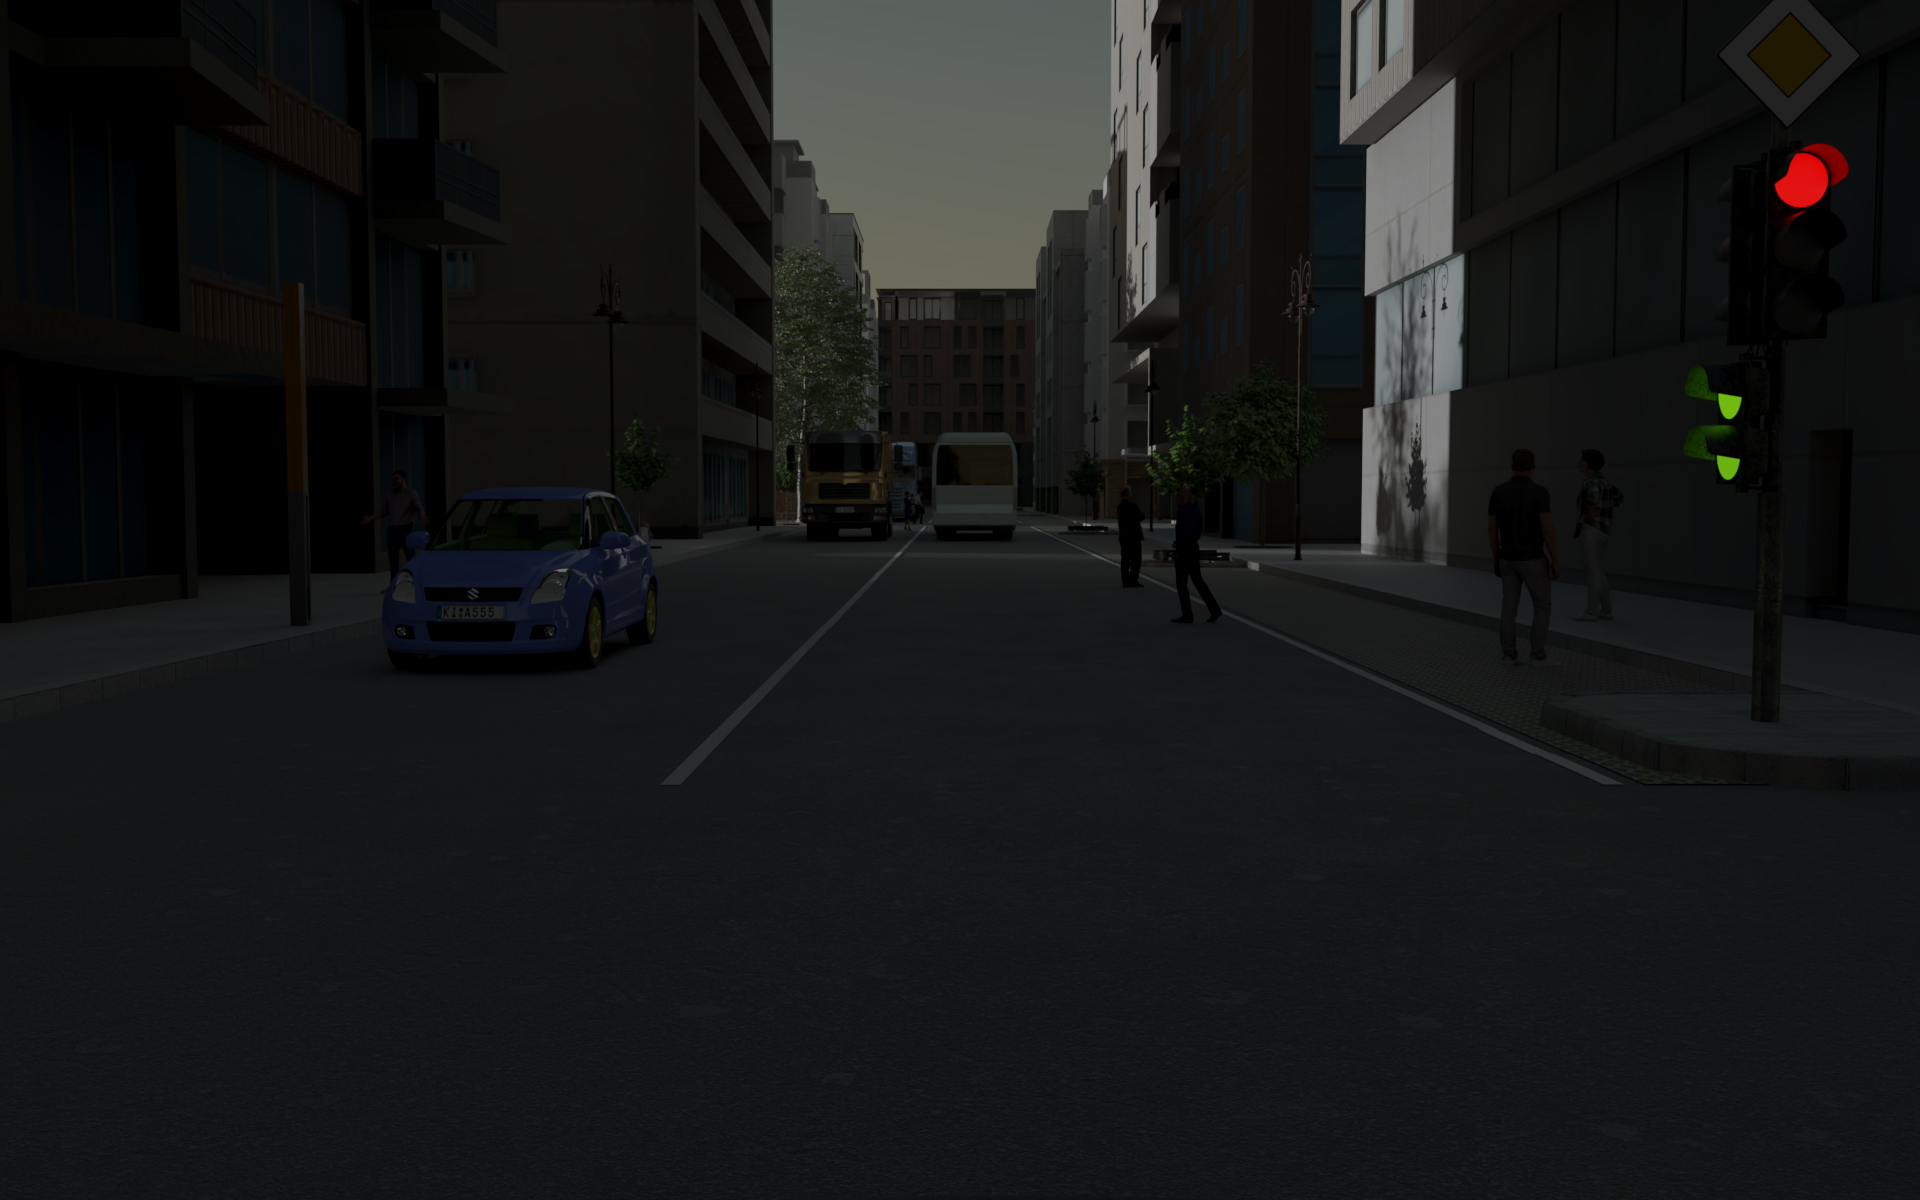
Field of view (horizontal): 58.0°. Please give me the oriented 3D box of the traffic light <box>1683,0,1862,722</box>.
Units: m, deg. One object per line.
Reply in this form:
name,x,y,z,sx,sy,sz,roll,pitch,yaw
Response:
traffic light,4.536,-1.270,9.684,0.839,4.253,0.868,0,3,0

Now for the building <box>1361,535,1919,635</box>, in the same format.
building,20.973,-26.476,22.114,27.495,52.752,28.713,0,3,0

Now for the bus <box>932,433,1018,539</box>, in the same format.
bus,0.492,-3.884,58.359,2.948,3.499,13.247,0,4,0

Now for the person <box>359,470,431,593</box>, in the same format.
person,-7.251,-0.881,22.413,0.963,1.587,0.435,0,4,3

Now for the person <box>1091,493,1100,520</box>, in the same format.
person,6.759,-4.903,86.943,0.721,1.736,1.217,0,4,-6

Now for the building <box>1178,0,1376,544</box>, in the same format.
building,14.211,-24.443,49.757,14.600,45.320,14.200,0,3,0

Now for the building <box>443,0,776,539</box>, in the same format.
building,-18.052,-26.557,57.913,21.300,48.544,21.600,0,3,0

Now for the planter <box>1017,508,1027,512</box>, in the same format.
planter,4.374,-7.248,139.646,1.991,0.319,1.994,0,3,0

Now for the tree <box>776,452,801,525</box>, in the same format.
tree,-7.100,-4.724,71.845,1.663,3.219,1.824,0,3,0

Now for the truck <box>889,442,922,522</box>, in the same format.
truck,-3.507,-6.461,95.398,2.967,4.110,18.799,0,4,-1

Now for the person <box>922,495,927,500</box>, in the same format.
person,-3.535,-8.638,149.874,1.348,1.807,0.705,0,4,-2

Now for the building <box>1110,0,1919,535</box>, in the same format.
building,20.706,-29.426,70.348,28.713,52.752,27.495,0,3,0

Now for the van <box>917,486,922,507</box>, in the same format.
van,-3.756,-7.190,121.943,2.240,2.365,5.245,0,4,1

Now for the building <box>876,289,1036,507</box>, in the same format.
building,7.943,-20.725,182.826,32.646,21.610,27.936,0,3,0

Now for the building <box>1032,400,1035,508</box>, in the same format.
building,11.211,-12.513,146.730,9.099,9.664,28.070,0,3,0

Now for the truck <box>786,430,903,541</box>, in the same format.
truck,-3.491,-3.627,55.220,3.469,3.379,9.791,0,4,-1

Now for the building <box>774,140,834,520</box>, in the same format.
building,-15.196,-14.328,90.691,16.016,20.091,11.380,0,3,0

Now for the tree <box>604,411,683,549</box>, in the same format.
tree,-7.653,-2.827,40.829,1.663,3.219,1.824,0,3,0

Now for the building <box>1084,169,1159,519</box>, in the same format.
building,14.980,-14.587,94.915,16.016,20.091,11.380,0,3,0

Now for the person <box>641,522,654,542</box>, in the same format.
person,-8.457,-1.838,46.567,0.381,0.543,0.357,1,4,11

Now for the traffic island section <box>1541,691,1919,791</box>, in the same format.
traffic island section,4.576,0.763,9.798,2.009,0.180,2.903,0,3,0

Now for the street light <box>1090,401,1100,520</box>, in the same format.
street light,6.567,-6.831,84.477,0.468,5.910,1.993,0,3,0

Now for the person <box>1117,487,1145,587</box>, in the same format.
person,2.622,-0.974,26.697,0.388,1.546,0.482,-2,4,-29

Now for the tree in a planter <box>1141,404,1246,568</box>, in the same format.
tree in a planter,4.542,-2.272,34.368,1.991,3.239,1.994,0,3,0

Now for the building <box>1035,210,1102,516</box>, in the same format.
building,14.164,-15.296,116.549,16.747,18.905,31.486,0,3,0

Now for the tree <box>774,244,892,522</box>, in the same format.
tree,-6.854,-9.844,79.071,7.486,12.596,7.792,0,3,0

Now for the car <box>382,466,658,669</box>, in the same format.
car,-3.804,-0.352,15.344,1.945,1.707,3.694,0,4,1

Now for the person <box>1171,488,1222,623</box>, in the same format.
person,2.550,-0.501,19.388,0.574,1.496,0.600,-2,4,-28

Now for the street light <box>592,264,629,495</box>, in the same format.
street light,-7.035,-3.807,35.028,0.468,5.910,1.993,0,3,0

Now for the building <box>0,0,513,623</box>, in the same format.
building,-19.048,-22.500,22.503,22.147,44.769,28.867,0,3,0

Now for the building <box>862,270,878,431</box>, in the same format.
building,-13.090,-18.134,152.905,11.380,20.091,16.016,0,3,0

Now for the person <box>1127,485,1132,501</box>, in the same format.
person,8.466,-4.960,87.869,0.721,1.736,1.217,1,4,13

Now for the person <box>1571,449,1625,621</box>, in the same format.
person,6.427,-0.657,17.511,0.376,1.734,0.841,3,5,43

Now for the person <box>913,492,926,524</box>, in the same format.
person,-1.938,-4.373,82.218,0.590,1.554,0.614,0,4,6

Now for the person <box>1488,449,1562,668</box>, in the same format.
person,4.687,-0.349,14.329,0.434,1.807,0.598,-2,4,-33

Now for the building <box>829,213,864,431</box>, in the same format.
building,-21.678,-17.125,123.965,27.936,21.610,32.646,0,3,0

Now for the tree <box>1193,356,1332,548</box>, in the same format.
tree,7.171,-3.529,41.417,4.285,4.588,4.351,0,3,0

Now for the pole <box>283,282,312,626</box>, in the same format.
pole,-6.433,-1.405,16.809,0.158,3.312,0.155,0,3,0

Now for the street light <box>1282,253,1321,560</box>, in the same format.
street light,6.550,-3.707,33.390,0.468,5.910,1.993,0,3,0

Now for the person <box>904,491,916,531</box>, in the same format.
person,-1.940,-3.484,67.835,0.546,1.535,0.453,1,4,10

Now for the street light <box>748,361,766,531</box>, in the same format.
street light,-7.036,-5.344,60.160,0.468,5.910,1.993,0,3,0

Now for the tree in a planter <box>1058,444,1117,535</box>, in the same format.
tree in a planter,4.486,-3.920,61.311,1.991,3.239,1.994,0,3,0

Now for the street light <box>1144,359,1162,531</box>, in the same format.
street light,6.575,-5.294,59.345,0.468,5.910,1.993,0,3,0
